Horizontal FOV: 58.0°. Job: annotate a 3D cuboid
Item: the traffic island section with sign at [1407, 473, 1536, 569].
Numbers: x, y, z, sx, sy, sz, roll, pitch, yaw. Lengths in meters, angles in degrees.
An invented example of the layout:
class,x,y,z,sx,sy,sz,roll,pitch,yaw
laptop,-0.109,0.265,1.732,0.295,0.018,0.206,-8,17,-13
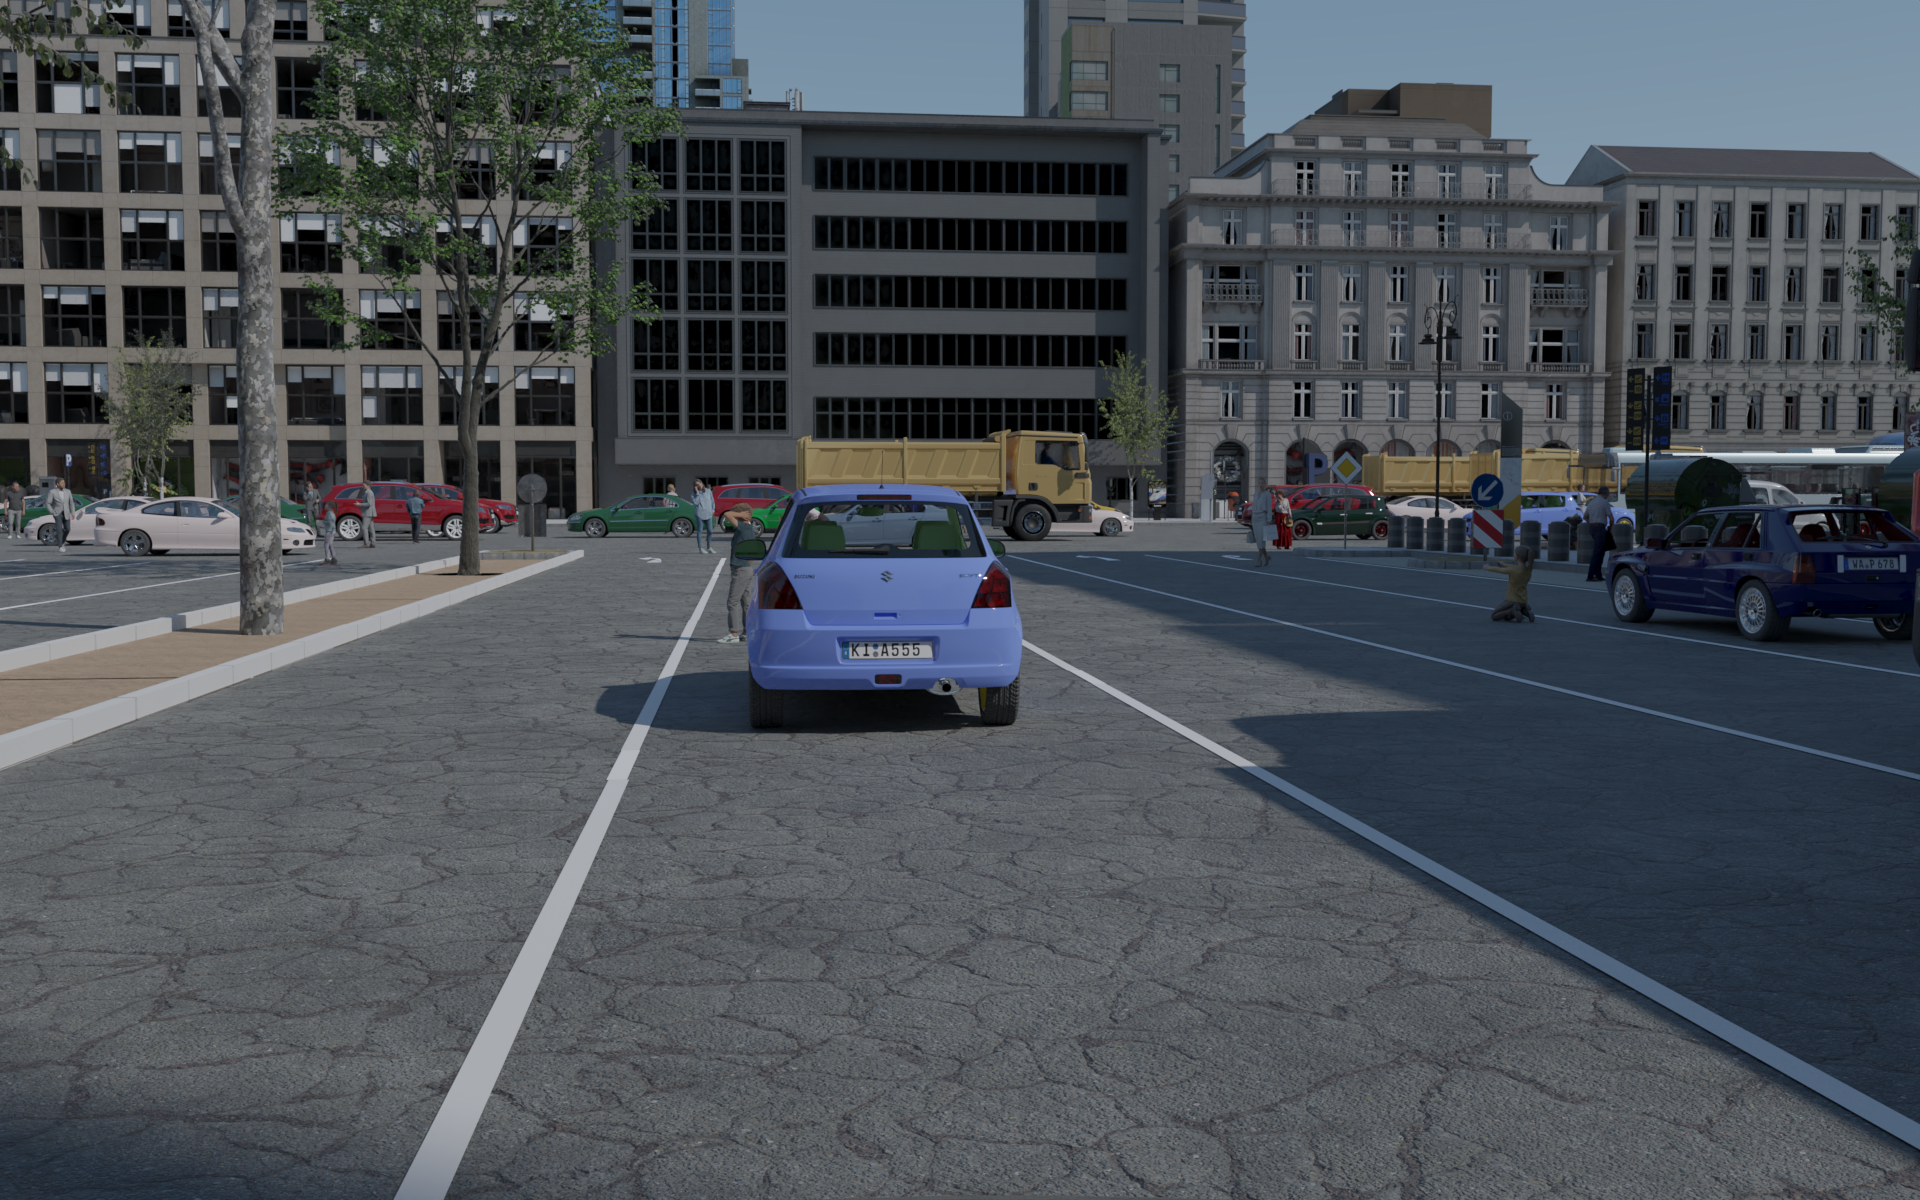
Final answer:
class,x,y,z,sx,sy,sz,roll,pitch,yaw
traffic island section with sign,9.825,-1.531,33.668,1.989,1.847,2.006,0,4,-7

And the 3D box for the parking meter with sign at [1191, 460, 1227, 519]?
class,x,y,z,sx,sy,sz,roll,pitch,yaw
parking meter with sign,12.873,-5.706,89.559,1.738,3.016,0.543,0,4,-3

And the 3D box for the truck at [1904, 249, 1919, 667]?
class,x,y,z,sx,sy,sz,roll,pitch,yaw
truck,7.030,-0.975,4.854,2.839,4.237,11.283,0,4,-8

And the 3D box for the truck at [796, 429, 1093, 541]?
class,x,y,z,sx,sy,sz,roll,pitch,yaw
truck,-0.050,-3.499,53.130,9.791,3.379,3.469,-1,4,-8

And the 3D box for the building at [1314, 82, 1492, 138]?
class,x,y,z,sx,sy,sz,roll,pitch,yaw
building,46.878,-32.771,185.919,14.200,45.320,14.600,0,4,-7

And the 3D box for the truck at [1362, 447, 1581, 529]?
class,x,y,z,sx,sy,sz,roll,pitch,yaw
truck,22.108,-4.726,73.191,9.791,3.379,3.469,0,4,-5

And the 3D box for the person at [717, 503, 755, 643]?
class,x,y,z,sx,sy,sz,roll,pitch,yaw
person,-2.164,-0.267,16.778,0.340,1.345,0.435,0,4,2

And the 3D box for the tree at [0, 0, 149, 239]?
class,x,y,z,sx,sy,sz,roll,pitch,yaw
tree,-6.120,-3.439,9.050,4.360,8.622,3.978,0,3,0

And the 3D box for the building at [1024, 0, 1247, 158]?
class,x,y,z,sx,sy,sz,roll,pitch,yaw
building,16.978,-38.746,175.501,21.231,58.520,28.212,0,4,-7

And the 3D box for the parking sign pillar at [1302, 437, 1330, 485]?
class,x,y,z,sx,sy,sz,roll,pitch,yaw
parking sign pillar,17.002,-5.759,82.632,1.447,3.967,1.447,-1,4,-22

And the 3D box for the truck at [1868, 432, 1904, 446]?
class,x,y,z,sx,sy,sz,roll,pitch,yaw
truck,45.932,-4.981,71.205,18.799,4.110,2.967,0,4,-6

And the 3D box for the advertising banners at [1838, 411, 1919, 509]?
class,x,y,z,sx,sy,sz,roll,pitch,yaw
advertising banners,19.806,-2.511,37.239,0.090,3.025,2.074,-2,4,-24

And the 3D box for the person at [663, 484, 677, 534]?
class,x,y,z,sx,sy,sz,roll,pitch,yaw
person,-10.379,-3.263,62.204,0.694,1.780,0.624,-3,5,-39

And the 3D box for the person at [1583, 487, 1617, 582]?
class,x,y,z,sx,sy,sz,roll,pitch,yaw
person,10.432,-1.077,28.315,0.590,1.554,0.614,-1,4,-20

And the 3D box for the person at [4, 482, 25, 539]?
class,x,y,z,sx,sy,sz,roll,pitch,yaw
person,-30.479,-2.887,55.832,0.598,1.807,0.434,-2,4,-27

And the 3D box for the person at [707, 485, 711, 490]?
class,x,y,z,sx,sy,sz,roll,pitch,yaw
person,-10.881,-4.056,74.676,0.748,1.841,0.638,-3,4,-36

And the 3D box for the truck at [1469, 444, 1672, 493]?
class,x,y,z,sx,sy,sz,roll,pitch,yaw
truck,25.241,-4.431,68.374,9.791,3.379,3.469,0,4,-6

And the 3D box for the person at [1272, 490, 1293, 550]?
class,x,y,z,sx,sy,sz,roll,pitch,yaw
person,8.336,-2.067,44.757,0.523,1.526,0.387,0,4,-2

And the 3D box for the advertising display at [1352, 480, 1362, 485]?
class,x,y,z,sx,sy,sz,roll,pitch,yaw
advertising display,18.994,-4.677,81.683,0.974,1.923,0.123,0,4,7

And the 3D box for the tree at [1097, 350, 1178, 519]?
class,x,y,z,sx,sy,sz,roll,pitch,yaw
tree,8.820,-8.425,88.106,4.737,8.622,4.395,0,3,0

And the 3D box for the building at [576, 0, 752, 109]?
class,x,y,z,sx,sy,sz,roll,pitch,yaw
building,-43.444,-57.567,253.896,31.000,86.520,22.319,0,4,-7

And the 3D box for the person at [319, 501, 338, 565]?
class,x,y,z,sx,sy,sz,roll,pitch,yaw
person,-12.751,-1.357,34.963,0.394,1.301,0.425,-2,4,-24

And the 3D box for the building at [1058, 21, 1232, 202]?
class,x,y,z,sx,sy,sz,roll,pitch,yaw
building,15.585,-28.808,154.608,14.154,41.232,14.086,0,4,-7

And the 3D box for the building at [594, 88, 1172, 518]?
class,x,y,z,sx,sy,sz,roll,pitch,yaw
building,-4.418,-16.909,95.531,30.058,24.678,14.314,0,4,-7

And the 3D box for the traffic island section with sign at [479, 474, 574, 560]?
class,x,y,z,sx,sy,sz,roll,pitch,yaw
traffic island section with sign,-9.594,-1.858,38.514,2.006,1.907,1.989,0,4,-7

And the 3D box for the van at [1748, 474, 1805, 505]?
class,x,y,z,sx,sy,sz,roll,pitch,yaw
van,22.905,-2.592,49.398,4.112,2.044,2.013,0,4,-7

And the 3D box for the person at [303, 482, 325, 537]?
class,x,y,z,sx,sy,sz,roll,pitch,yaw
person,-21.583,-3.029,57.827,0.655,1.846,0.447,-3,4,-39

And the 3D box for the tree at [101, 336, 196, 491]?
class,x,y,z,sx,sy,sz,roll,pitch,yaw
tree,-38.379,-8.024,81.548,4.737,8.622,4.395,0,3,0

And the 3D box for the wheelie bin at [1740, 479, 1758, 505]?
class,x,y,z,sx,sy,sz,roll,pitch,yaw
wheelie bin,15.739,-1.676,35.316,0.980,1.594,0.693,-1,4,-17

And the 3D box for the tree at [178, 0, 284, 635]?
class,x,y,z,sx,sy,sz,roll,pitch,yaw
tree,-8.412,-9.748,17.727,12.611,20.169,13.585,0,3,0

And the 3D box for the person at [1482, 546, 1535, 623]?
class,x,y,z,sx,sy,sz,roll,pitch,yaw
person,6.194,-0.190,19.533,0.347,0.859,0.695,-2,4,-23

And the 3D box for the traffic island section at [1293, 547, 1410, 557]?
class,x,y,z,sx,sy,sz,roll,pitch,yaw
traffic island section,9.014,-1.112,40.468,2.009,0.180,2.903,0,4,-7

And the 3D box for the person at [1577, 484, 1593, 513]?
class,x,y,z,sx,sy,sz,roll,pitch,yaw
person,19.973,-2.837,55.453,0.524,1.755,0.480,1,4,14

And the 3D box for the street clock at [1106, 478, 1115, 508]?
class,x,y,z,sx,sy,sz,roll,pitch,yaw
street clock,6.876,-4.565,79.200,0.358,2.002,0.471,3,4,38

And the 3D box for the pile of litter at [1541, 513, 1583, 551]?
class,x,y,z,sx,sy,sz,roll,pitch,yaw
pile of litter,13.881,-1.587,39.911,1.176,0.858,1.719,1,4,20

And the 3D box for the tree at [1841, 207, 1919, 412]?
class,x,y,z,sx,sy,sz,roll,pitch,yaw
tree,18.963,-4.994,32.015,4.737,8.622,4.395,0,3,0

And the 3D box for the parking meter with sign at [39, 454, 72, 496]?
class,x,y,z,sx,sy,sz,roll,pitch,yaw
parking meter with sign,-39.402,-4.812,74.933,1.738,3.016,0.543,0,4,-2

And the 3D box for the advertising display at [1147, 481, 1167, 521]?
class,x,y,z,sx,sy,sz,roll,pitch,yaw
advertising display,9.581,-4.827,84.138,0.974,1.923,0.123,-1,4,-17

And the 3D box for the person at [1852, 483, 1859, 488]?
class,x,y,z,sx,sy,sz,roll,pitch,yaw
person,29.679,-2.982,57.379,0.434,1.807,0.598,0,4,-8

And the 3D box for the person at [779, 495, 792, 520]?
class,x,y,z,sx,sy,sz,roll,pitch,yaw
person,-2.651,-1.125,30.077,0.799,1.438,0.628,-3,5,-40

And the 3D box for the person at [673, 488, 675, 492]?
class,x,y,z,sx,sy,sz,roll,pitch,yaw
person,-11.771,-3.752,70.789,0.756,1.711,0.436,-1,4,-16

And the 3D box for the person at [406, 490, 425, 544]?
class,x,y,z,sx,sy,sz,roll,pitch,yaw
person,-15.702,-2.398,49.921,0.499,1.552,0.429,2,4,28

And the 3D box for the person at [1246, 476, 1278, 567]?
class,x,y,z,sx,sy,sz,roll,pitch,yaw
person,6.017,-1.557,34.312,0.624,1.780,0.694,-2,4,-27

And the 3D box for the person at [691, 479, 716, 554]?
class,x,y,z,sx,sy,sz,roll,pitch,yaw
person,-6.150,-2.005,41.542,0.793,1.790,0.793,2,4,25

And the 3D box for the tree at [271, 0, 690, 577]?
class,x,y,z,sx,sy,sz,roll,pitch,yaw
tree,-8.476,-6.220,29.906,9.928,11.665,9.643,0,3,0

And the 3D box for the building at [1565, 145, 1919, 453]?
class,x,y,z,sx,sy,sz,roll,pitch,yaw
building,44.176,-15.312,99.497,18.267,20.994,9.793,0,4,-7

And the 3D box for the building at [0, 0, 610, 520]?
class,x,y,z,sx,sy,sz,roll,pitch,yaw
building,-36.539,-17.689,93.728,34.151,26.468,19.350,0,4,-7

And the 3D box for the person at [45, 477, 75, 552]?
class,x,y,z,sx,sy,sz,roll,pitch,yaw
person,-22.276,-2.111,42.855,0.795,1.843,0.661,3,5,44

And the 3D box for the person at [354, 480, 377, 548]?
class,x,y,z,sx,sy,sz,roll,pitch,yaw
person,-15.772,-2.275,45.895,0.583,1.804,0.606,-1,4,-22

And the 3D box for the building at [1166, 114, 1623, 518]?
class,x,y,z,sx,sy,sz,roll,pitch,yaw
building,22.593,-15.644,97.587,24.055,21.916,13.314,0,4,-7
